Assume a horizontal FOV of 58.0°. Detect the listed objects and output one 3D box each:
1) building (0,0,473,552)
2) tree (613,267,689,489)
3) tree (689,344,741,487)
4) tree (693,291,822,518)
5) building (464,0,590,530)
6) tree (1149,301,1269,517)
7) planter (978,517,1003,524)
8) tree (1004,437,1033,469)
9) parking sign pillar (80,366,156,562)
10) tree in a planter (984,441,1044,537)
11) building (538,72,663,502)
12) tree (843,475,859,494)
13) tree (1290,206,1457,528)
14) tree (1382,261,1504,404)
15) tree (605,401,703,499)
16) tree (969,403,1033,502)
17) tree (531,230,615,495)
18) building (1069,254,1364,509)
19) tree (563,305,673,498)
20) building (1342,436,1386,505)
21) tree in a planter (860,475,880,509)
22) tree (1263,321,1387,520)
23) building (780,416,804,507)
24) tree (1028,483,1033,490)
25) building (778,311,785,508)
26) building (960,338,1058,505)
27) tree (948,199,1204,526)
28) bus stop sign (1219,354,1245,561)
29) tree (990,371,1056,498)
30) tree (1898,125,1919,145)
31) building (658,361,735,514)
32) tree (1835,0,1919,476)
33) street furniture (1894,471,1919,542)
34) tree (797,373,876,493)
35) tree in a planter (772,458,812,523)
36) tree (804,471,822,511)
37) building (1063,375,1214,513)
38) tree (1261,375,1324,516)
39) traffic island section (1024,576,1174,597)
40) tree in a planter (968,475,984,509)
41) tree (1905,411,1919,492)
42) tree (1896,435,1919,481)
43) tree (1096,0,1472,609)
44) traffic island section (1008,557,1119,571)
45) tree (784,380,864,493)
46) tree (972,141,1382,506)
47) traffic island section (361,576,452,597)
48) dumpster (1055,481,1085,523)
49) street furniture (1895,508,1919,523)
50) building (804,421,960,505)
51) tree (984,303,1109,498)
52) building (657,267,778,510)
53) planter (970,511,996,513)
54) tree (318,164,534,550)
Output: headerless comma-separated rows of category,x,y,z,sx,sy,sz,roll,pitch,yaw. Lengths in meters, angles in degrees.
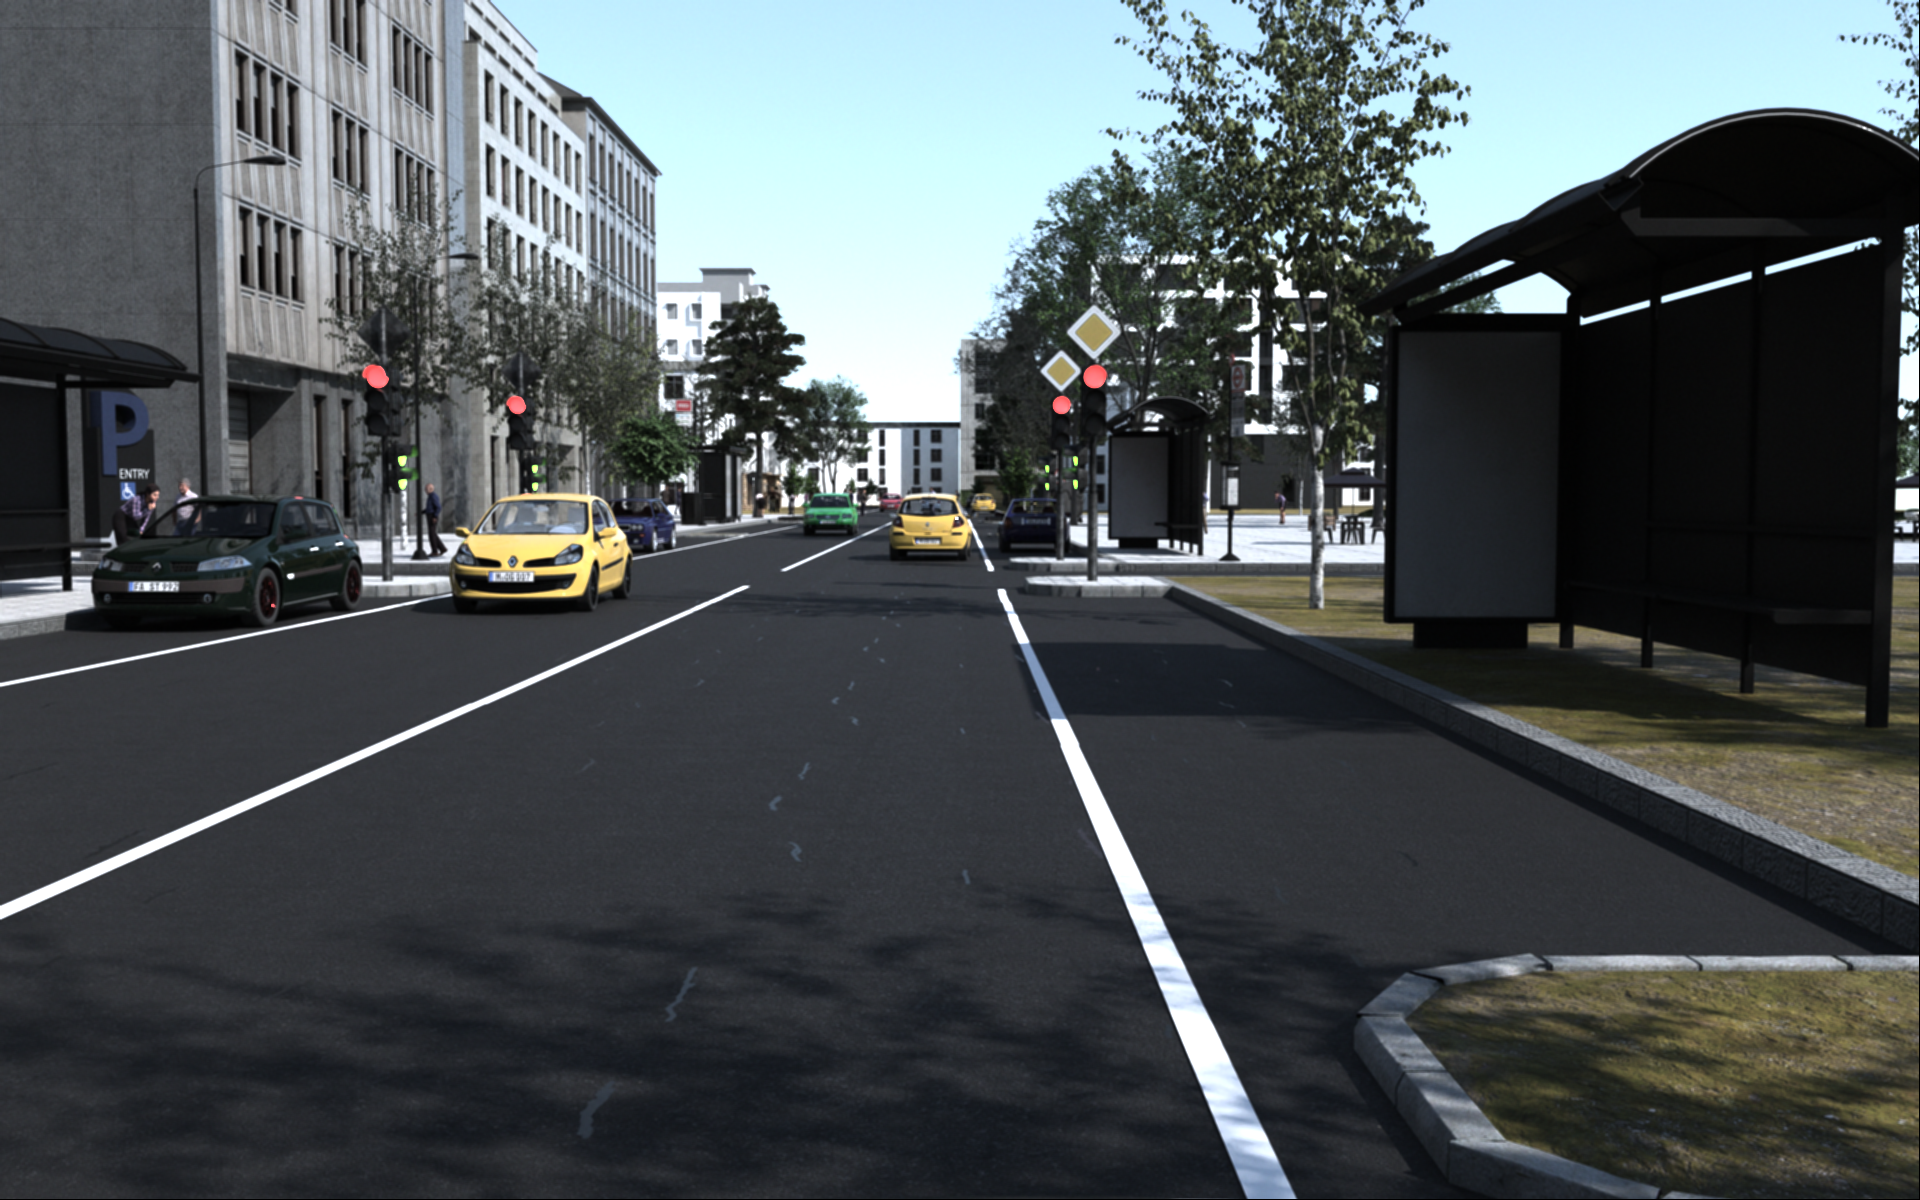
building,-22.420,-14.052,47.773,12.078,24.808,19.932,0,3,0
tree,-11.429,-6.342,54.049,4.360,8.622,3.978,0,3,0
tree,-12.884,-8.197,84.385,4.360,8.622,3.978,0,3,0
tree,-10.856,-10.476,93.337,6.751,12.117,7.091,0,3,0
building,-21.364,-12.969,66.802,10.420,20.320,16.860,0,3,0
tree,13.715,-10.686,96.774,6.751,12.117,7.091,0,3,0
planter,1.872,-3.916,85.163,1.991,0.319,1.994,0,3,0
tree,4.640,-10.407,120.519,4.737,8.622,4.395,0,3,0
parking sign pillar,-16.105,-2.734,33.174,1.447,3.967,1.447,2,4,23
tree in a planter,1.909,-3.725,58.130,1.991,3.239,1.994,0,3,0
building,-20.906,-14.414,84.814,9.793,20.994,18.267,0,3,0
tree,-10.710,-10.892,172.687,1.663,3.219,1.824,0,3,0
tree,15.962,-8.786,65.714,6.751,12.117,7.091,0,3,0
tree,20.223,-9.110,74.705,9.928,11.665,9.643,0,3,0
tree,-10.908,-4.743,61.269,4.285,4.588,4.351,0,3,0
tree,4.285,-13.419,153.805,7.601,10.594,8.767,-1,4,-23
tree,-11.465,-5.805,45.281,4.360,8.622,3.978,0,3,0
building,23.477,-19.553,163.667,27.936,21.610,32.646,0,3,0
tree,-13.238,-7.123,66.826,4.737,8.622,4.395,0,3,0
building,57.533,-15.906,202.210,28.070,9.664,9.099,0,3,0
tree in a planter,-8.366,-10.112,162.556,1.991,3.239,1.994,0,3,0
tree,18.609,-9.204,84.903,8.767,10.594,7.601,2,4,26
building,-30.506,-14.264,175.365,28.070,9.664,9.099,0,3,0
tree,4.685,-8.499,133.564,1.663,3.219,1.824,0,3,0
building,-23.881,-18.191,153.841,16.016,20.091,11.380,0,3,0
building,15.762,-20.722,205.260,31.486,18.905,16.747,0,3,0
tree,4.738,-9.748,69.745,12.009,13.543,11.850,0,3,0
bus stop sign,5.228,-2.703,32.903,0.416,3.939,0.855,-1,4,-14
tree,3.921,-9.151,99.975,4.360,8.622,3.978,0,3,0
tree,11.017,-3.984,15.499,4.737,8.622,4.395,0,3,0
building,-20.393,-11.067,123.095,9.099,9.664,28.070,0,3,0
tree,12.487,-4.331,21.180,4.360,8.622,3.978,0,3,0
street furniture,29.876,-2.614,47.765,27.439,1.986,14.083,2,4,35
tree,-11.074,-13.722,150.110,9.928,11.665,9.643,0,3,0
tree in a planter,-8.249,-5.414,85.738,1.991,3.239,1.994,0,3,0
tree,-11.681,-8.522,133.931,1.663,3.219,1.824,0,3,0
building,12.919,-11.717,133.714,9.099,9.664,28.070,0,3,0
tree,19.973,-9.258,101.732,4.360,8.622,3.978,0,3,0
traffic island section,1.976,-0.202,25.576,2.009,0.180,2.903,0,3,0
tree in a planter,1.745,-10.092,162.229,1.991,3.239,1.994,0,3,0
tree,59.681,-8.262,97.990,11.467,7.101,20.602,0,4,-7
tree,34.500,-5.006,65.555,4.285,4.588,4.351,0,3,0
tree,3.772,-4.200,19.037,4.737,8.622,4.395,0,3,0
traffic island section,1.963,-0.690,33.561,2.009,0.180,2.903,0,3,0
tree,-11.341,-12.673,141.617,7.601,10.594,8.767,0,4,-1
tree,5.282,-7.669,51.141,9.928,11.665,9.643,0,3,0
traffic island section,-8.466,-0.201,25.563,2.009,0.180,2.903,0,3,0
dumpster,4.893,-4.359,77.022,1.264,1.857,1.865,0,3,0
street furniture,43.420,-3.973,80.590,10.072,0.657,5.734,-3,5,-44
building,-14.010,-15.902,202.149,28.070,9.664,9.099,0,3,0
tree,5.635,-12.257,107.830,7.806,13.903,7.818,0,3,0
building,-23.859,-17.496,142.482,16.016,20.091,11.380,0,3,0
planter,1.783,-6.987,135.375,1.991,0.319,1.994,0,3,0
tree,-12.656,-5.453,39.516,4.360,8.622,3.978,0,3,0
